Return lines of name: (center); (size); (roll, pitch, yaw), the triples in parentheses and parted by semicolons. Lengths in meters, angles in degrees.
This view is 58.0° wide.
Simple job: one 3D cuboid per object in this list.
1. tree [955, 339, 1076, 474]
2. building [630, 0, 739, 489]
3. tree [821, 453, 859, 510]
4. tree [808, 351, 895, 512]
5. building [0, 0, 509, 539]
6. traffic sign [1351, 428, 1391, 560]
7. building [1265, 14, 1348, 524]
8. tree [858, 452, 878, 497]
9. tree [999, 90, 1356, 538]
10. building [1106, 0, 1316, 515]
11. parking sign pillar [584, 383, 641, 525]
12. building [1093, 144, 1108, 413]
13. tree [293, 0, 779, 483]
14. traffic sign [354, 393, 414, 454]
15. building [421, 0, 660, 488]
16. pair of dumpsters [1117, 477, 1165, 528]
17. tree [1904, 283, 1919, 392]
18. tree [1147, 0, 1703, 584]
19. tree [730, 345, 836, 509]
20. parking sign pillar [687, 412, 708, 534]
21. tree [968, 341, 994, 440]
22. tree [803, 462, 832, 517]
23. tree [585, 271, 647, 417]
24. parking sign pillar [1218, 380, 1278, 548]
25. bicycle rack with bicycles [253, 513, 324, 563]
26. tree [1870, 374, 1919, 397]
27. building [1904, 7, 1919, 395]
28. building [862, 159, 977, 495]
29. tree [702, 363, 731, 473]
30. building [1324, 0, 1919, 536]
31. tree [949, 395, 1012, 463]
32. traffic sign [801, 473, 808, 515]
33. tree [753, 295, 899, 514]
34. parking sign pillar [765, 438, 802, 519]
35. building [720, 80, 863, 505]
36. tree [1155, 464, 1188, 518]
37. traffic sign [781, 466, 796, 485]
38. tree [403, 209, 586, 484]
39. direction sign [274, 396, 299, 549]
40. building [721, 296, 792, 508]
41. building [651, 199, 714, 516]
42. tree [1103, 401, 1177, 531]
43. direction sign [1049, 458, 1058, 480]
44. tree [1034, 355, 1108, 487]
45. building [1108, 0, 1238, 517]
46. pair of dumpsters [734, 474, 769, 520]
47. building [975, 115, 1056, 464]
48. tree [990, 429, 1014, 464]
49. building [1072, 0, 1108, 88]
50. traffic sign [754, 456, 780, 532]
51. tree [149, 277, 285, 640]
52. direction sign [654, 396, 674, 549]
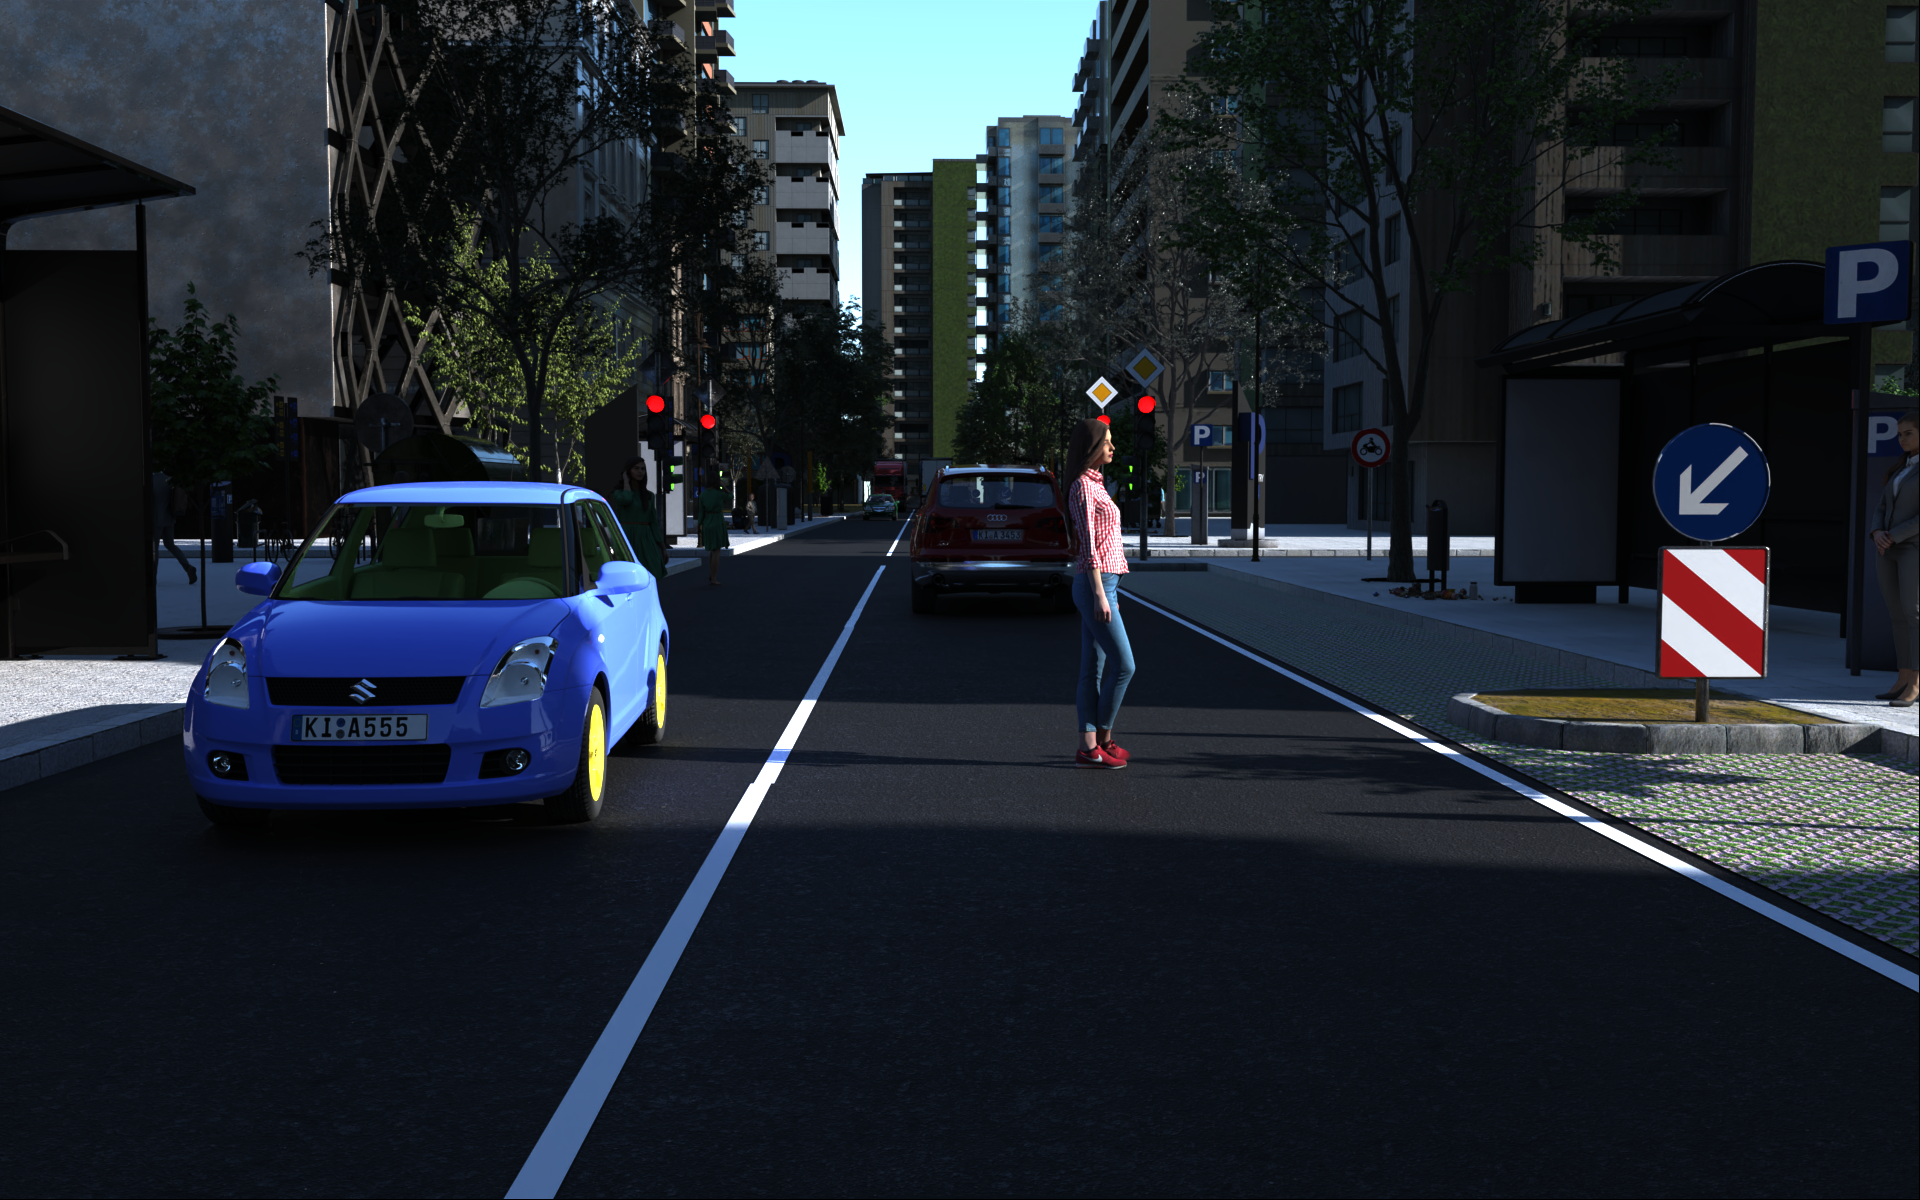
tree: (4.101, -12.687, 124.444); (9.611, 12.733, 9.660); (0, 3, 0)
building: (-28.557, -29.063, 129.803); (22.147, 44.769, 28.867); (0, 4, -1)
tree: (-9.764, -9.404, 137.475); (4.285, 4.588, 4.351); (0, 3, 0)
tree: (-8.426, -12.148, 124.374); (9.928, 11.665, 9.643); (0, 3, 0)
building: (-23.838, -11.570, 56.618); (16.820, 18.784, 16.811); (0, 4, -1)
traffic sign: (7.917, -2.039, 33.438); (0.768, 2.556, 0.104); (0, 4, 3)
building: (19.749, -24.232, 79.791); (14.154, 41.232, 14.086); (0, 4, -1)
tree: (-10.229, -14.869, 193.463); (4.360, 8.622, 3.978); (0, 3, 0)
tree: (6.393, -8.624, 51.377); (12.009, 13.543, 11.850); (0, 3, 0)
building: (17.996, -27.395, 131.506); (14.154, 41.232, 14.086); (0, 4, -1)
parking sign pillar: (-8.480, -3.295, 42.352); (1.447, 3.967, 1.447); (0, 4, 1)
building: (18.017, -22.888, 145.925); (14.160, 30.474, 14.107); (0, 4, -1)
tree: (-6.419, -5.658, 26.918); (8.767, 10.594, 7.601); (2, 4, 24)
traffic sign: (-7.258, -1.328, 21.822); (0.768, 2.556, 0.104); (0, 4, 5)
building: (-22.027, -18.017, 80.487); (13.634, 28.700, 20.117); (0, 4, -1)
pair of dumpsters: (6.863, -3.935, 66.835); (1.574, 2.255, 4.437); (0, 4, -1)
tree: (30.736, -6.595, 58.188); (4.360, 8.622, 3.978); (0, 3, 0)
tree: (6.550, -6.076, 25.100); (9.928, 11.665, 9.643); (0, 3, 0)
tree: (-8.347, -8.279, 85.725); (4.360, 8.622, 3.978); (0, 3, 0)
parking sign pillar: (-8.380, -4.135, 56.083); (1.447, 3.967, 1.447); (0, 4, -2)
tree: (4.490, -10.644, 99.787); (9.928, 11.665, 9.643); (0, 3, 0)
tree: (-7.775, -6.252, 96.829); (1.663, 3.219, 1.824); (0, 3, 0)
tree: (-11.707, -6.183, 51.450); (4.737, 8.622, 4.395); (0, 3, 0)
parking sign pillar: (6.950, -3.255, 41.685); (1.447, 3.967, 1.447); (2, 4, 28)
bicycle rack with bicycles: (-11.993, -1.164, 32.420); (2.852, 0.926, 2.925); (-1, 4, -14)
tree: (25.126, -3.855, 46.740); (4.285, 4.588, 4.351); (0, 3, 0)
building: (48.938, -28.980, 63.063); (27.495, 52.752, 28.713); (0, 4, -1)
building: (-5.065, -32.434, 213.883); (14.086, 41.232, 14.154); (0, 4, -1)
tree: (-12.544, -9.014, 97.746); (4.360, 8.622, 3.978); (0, 3, 0)
building: (20.298, -17.383, 55.918); (14.107, 30.474, 14.160); (0, 4, -1)
tree: (2.334, -16.212, 183.193); (7.486, 12.596, 7.792); (0, 3, 0)
traffic sign: (-9.233, -6.154, 100.723); (0.768, 2.556, 0.104); (0, 4, 7)
tree: (-8.580, -12.507, 111.141); (9.857, 13.997, 8.962); (0, 3, 0)
parking sign pillar: (-8.425, -5.645, 80.767); (1.447, 3.967, 1.447); (-1, 4, -23)
building: (-26.754, -38.661, 221.343); (27.495, 52.752, 28.713); (0, 4, -1)
tree: (11.423, -6.089, 94.149); (1.663, 3.219, 1.824); (0, 3, 0)
traffic sign: (-7.815, -4.793, 78.470); (0.768, 2.556, 0.104); (0, 4, 0)
tree: (-11.988, -5.723, 43.931); (4.737, 8.622, 4.395); (0, 3, 0)
direction sign: (-15.679, -2.959, 40.373); (0.379, 3.537, 0.876); (1, 4, 12)
building: (-31.948, -19.868, 169.874); (28.899, 21.520, 27.650); (0, 4, -1)
building: (-20.701, -14.447, 100.831); (10.561, 19.102, 19.286); (0, 4, -1)
tree: (5.831, -4.660, 59.909); (4.285, 4.588, 4.351); (0, 3, 0)
direction sign: (5.903, -7.180, 109.391); (0.379, 3.537, 0.876); (-2, 4, -35)
tree: (5.537, -8.363, 87.092); (4.360, 8.622, 3.978); (0, 3, 0)
building: (20.831, -29.461, 105.391); (21.300, 48.544, 21.600); (0, 4, -1)
pair of dumpsters: (-9.190, -4.591, 77.555); (1.574, 2.255, 4.437); (0, 4, -1)
building: (17.098, -36.653, 218.883); (30.456, 49.044, 23.786); (0, 4, -1)
tree: (3.747, -13.140, 165.200); (4.737, 8.622, 4.395); (0, 3, 0)
building: (22.577, -33.560, 168.312); (23.786, 49.044, 30.456); (0, 4, -1)
traffic sign: (-6.524, -3.582, 58.567); (0.884, 2.594, 0.081); (0, 4, 0)
tree: (-6.983, -1.283, 15.587); (1.663, 3.219, 1.824); (0, 3, 0)
direction sign: (-6.918, -2.967, 40.510); (0.379, 3.537, 0.876); (-3, 5, -39)
